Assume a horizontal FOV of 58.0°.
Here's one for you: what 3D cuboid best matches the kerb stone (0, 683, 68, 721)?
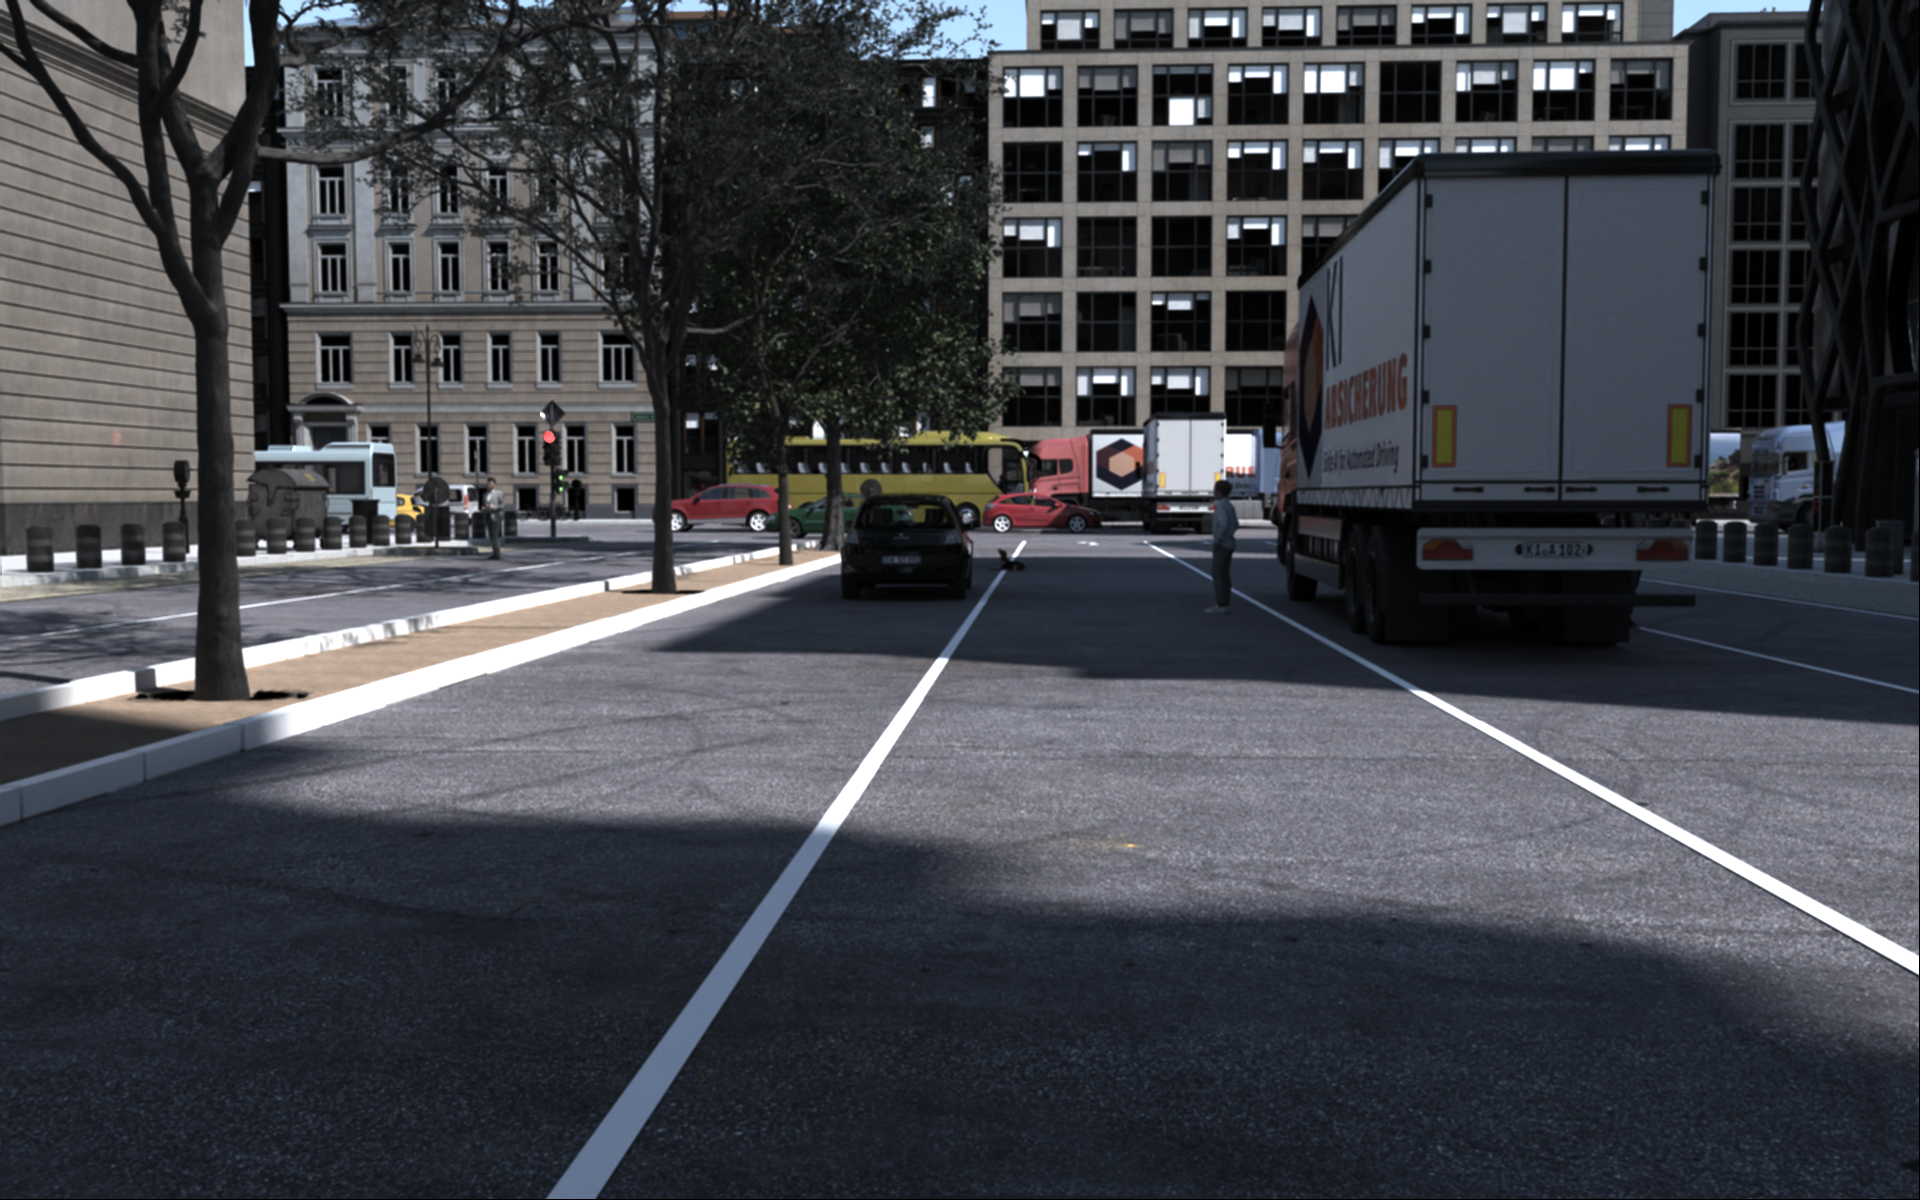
[{"bbox_3d":[-6.058,0.672,11.322,0.120,0.150,1.000,0,4,3],"label":"kerb stone"}]

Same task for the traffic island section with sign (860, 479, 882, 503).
[{"bbox_3d":[-2.730,-2.666,51.720,2.006,1.907,1.989,0,4,3],"label":"traffic island section with sign"}]

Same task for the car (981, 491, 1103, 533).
[{"bbox_3d":[3.040,-3.377,64.260,4.494,1.783,2.155,0,4,3],"label":"car"}]

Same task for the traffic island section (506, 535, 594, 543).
[{"bbox_3d":[-12.231,-1.819,52.018,2.009,0.180,2.903,0,4,3],"label":"traffic island section"}]

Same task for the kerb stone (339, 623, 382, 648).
[{"bbox_3d":[-5.778,0.357,16.476,0.120,0.150,1.000,0,4,3],"label":"kerb stone"}]

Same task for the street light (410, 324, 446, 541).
[{"bbox_3d":[-14.459,-4.551,47.192,0.468,5.910,1.993,0,4,3],"label":"street light"}]

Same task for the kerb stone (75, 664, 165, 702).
[{"bbox_3d":[-6.005,0.602,12.347,0.120,0.150,1.000,0,4,3],"label":"kerb stone"}]

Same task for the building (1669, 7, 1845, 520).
[{"bbox_3d":[47.786,-18.160,90.416,24.014,27.812,14.314,0,4,3],"label":"building"}]

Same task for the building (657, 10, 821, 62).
[{"bbox_3d":[-22.432,-30.986,161.244,22.147,44.769,28.867,0,4,3],"label":"building"}]

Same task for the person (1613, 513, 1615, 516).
[{"bbox_3d":[21.134,-2.820,55.361,0.466,1.731,0.760,0,4,-6],"label":"person"}]

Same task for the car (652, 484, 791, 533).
[{"bbox_3d":[-8.960,-3.470,65.406,5.304,1.827,2.281,0,4,2],"label":"car"}]

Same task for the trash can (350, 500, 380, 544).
[{"bbox_3d":[-15.183,-1.993,44.241,0.748,1.137,0.748,0,3,0],"label":"trash can"}]

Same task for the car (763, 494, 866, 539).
[{"bbox_3d":[-3.930,-2.708,56.077,4.920,1.459,2.131,0,4,4],"label":"car"}]

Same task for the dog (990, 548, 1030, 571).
[{"bbox_3d":[0.938,-0.749,32.442,0.550,0.427,0.748,-2,4,-30],"label":"dog"}]

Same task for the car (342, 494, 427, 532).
[{"bbox_3d":[-22.192,-3.419,66.116,3.980,1.641,2.015,0,4,3],"label":"car"}]

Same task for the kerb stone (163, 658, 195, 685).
[{"bbox_3d":[-5.945,0.539,13.379,0.120,0.150,1.000,0,4,3],"label":"kerb stone"}]

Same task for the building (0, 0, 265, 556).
[{"bbox_3d":[-31.535,-14.940,41.527,25.104,27.353,12.463,0,4,3],"label":"building"}]

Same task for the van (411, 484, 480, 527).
[{"bbox_3d":[-23.157,-4.195,75.596,4.112,2.044,2.013,0,4,4],"label":"van"}]

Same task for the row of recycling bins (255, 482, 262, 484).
[{"bbox_3d":[-21.828,-2.639,50.263,1.069,1.692,3.534,3,4,38],"label":"row of recycling bins"}]

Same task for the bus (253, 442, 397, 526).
[{"bbox_3d":[-27.359,-4.143,62.601,13.247,3.499,2.948,0,4,2],"label":"bus"}]

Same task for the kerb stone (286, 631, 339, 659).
[{"bbox_3d":[-5.831,0.413,15.442,0.120,0.150,1.000,0,4,3],"label":"kerb stone"}]

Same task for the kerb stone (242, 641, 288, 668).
[{"bbox_3d":[-5.893,0.478,14.407,0.120,0.150,1.000,0,4,3],"label":"kerb stone"}]

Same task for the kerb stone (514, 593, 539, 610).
[{"bbox_3d":[-5.492,0.036,21.607,0.120,0.150,1.000,0,4,3],"label":"kerb stone"}]

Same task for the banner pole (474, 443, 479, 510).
[{"bbox_3d":[-23.726,-5.809,85.000,0.401,3.779,0.863,0,4,-5],"label":"banner pole"}]

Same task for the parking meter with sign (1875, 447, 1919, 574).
[{"bbox_3d":[15.561,-1.910,27.495,1.738,3.016,0.543,1,4,16],"label":"parking meter with sign"}]

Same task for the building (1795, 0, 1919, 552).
[{"bbox_3d":[28.098,-10.359,36.817,16.820,18.784,16.811,0,4,3],"label":"building"}]

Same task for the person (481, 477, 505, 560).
[{"bbox_3d":[-10.286,-1.788,37.929,0.606,1.804,0.583,1,4,20],"label":"person"}]

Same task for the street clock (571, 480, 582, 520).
[{"bbox_3d":[-19.085,-4.997,86.279,0.471,2.002,0.358,2,4,23],"label":"street clock"}]

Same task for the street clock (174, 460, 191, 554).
[{"bbox_3d":[-16.763,-2.005,37.357,0.358,2.002,0.471,-1,4,-12],"label":"street clock"}]

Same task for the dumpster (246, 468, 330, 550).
[{"bbox_3d":[-15.423,-2.079,39.751,1.264,1.857,1.865,0,4,3],"label":"dumpster"}]

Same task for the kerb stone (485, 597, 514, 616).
[{"bbox_3d":[-5.549,0.099,20.582,0.120,0.150,1.000,0,4,3],"label":"kerb stone"}]

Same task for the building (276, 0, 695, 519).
[{"bbox_3d":[-24.209,-18.806,93.388,20.117,28.700,13.634,0,4,3],"label":"building"}]

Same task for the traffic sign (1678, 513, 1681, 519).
[{"bbox_3d":[16.170,-2.380,38.911,0.884,2.594,0.081,0,4,7],"label":"traffic sign"}]

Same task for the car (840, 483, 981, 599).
[{"bbox_3d":[-0.713,-0.932,25.026,2.009,1.686,4.222,0,4,2],"label":"car"}]

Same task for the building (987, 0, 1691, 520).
[{"bbox_3d":[18.923,-17.777,95.162,34.151,26.468,19.350,0,4,3],"label":"building"}]

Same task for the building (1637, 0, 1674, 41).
[{"bbox_3d":[64.299,-46.037,190.949,20.611,71.187,20.563,0,4,3],"label":"building"}]

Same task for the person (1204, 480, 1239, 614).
[{"bbox_3d":[3.178,-0.651,20.960,0.330,1.601,0.589,2,4,34],"label":"person"}]

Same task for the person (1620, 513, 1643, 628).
[{"bbox_3d":[7.224,-0.499,18.614,0.435,1.587,0.963,2,4,28],"label":"person"}]

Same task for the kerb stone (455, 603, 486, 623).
[{"bbox_3d":[-5.605,0.166,19.557,0.120,0.150,1.000,0,4,3],"label":"kerb stone"}]

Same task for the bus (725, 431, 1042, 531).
[{"bbox_3d":[-2.930,-4.677,68.009,12.252,3.916,2.896,0,4,2],"label":"bus"}]

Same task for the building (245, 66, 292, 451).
[{"bbox_3d":[-42.188,-16.166,93.987,15.834,23.373,12.332,0,4,3],"label":"building"}]

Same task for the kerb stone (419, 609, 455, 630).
[{"bbox_3d":[-5.660,0.225,18.526,0.120,0.150,1.000,0,4,3],"label":"kerb stone"}]

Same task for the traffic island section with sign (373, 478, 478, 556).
[{"bbox_3d":[-12.522,-1.974,40.898,1.989,1.847,2.006,0,4,3],"label":"traffic island section with sign"}]

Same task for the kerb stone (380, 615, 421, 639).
[{"bbox_3d":[-5.716,0.287,17.501,0.120,0.150,1.000,0,4,3],"label":"kerb stone"}]

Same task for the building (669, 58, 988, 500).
[{"bbox_3d":[-6.264,-16.075,92.503,15.834,23.373,12.332,0,4,3],"label":"building"}]

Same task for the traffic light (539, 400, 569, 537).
[{"bbox_3d":[-12.191,-3.851,51.881,0.839,4.253,0.868,0,4,3],"label":"traffic light"}]
